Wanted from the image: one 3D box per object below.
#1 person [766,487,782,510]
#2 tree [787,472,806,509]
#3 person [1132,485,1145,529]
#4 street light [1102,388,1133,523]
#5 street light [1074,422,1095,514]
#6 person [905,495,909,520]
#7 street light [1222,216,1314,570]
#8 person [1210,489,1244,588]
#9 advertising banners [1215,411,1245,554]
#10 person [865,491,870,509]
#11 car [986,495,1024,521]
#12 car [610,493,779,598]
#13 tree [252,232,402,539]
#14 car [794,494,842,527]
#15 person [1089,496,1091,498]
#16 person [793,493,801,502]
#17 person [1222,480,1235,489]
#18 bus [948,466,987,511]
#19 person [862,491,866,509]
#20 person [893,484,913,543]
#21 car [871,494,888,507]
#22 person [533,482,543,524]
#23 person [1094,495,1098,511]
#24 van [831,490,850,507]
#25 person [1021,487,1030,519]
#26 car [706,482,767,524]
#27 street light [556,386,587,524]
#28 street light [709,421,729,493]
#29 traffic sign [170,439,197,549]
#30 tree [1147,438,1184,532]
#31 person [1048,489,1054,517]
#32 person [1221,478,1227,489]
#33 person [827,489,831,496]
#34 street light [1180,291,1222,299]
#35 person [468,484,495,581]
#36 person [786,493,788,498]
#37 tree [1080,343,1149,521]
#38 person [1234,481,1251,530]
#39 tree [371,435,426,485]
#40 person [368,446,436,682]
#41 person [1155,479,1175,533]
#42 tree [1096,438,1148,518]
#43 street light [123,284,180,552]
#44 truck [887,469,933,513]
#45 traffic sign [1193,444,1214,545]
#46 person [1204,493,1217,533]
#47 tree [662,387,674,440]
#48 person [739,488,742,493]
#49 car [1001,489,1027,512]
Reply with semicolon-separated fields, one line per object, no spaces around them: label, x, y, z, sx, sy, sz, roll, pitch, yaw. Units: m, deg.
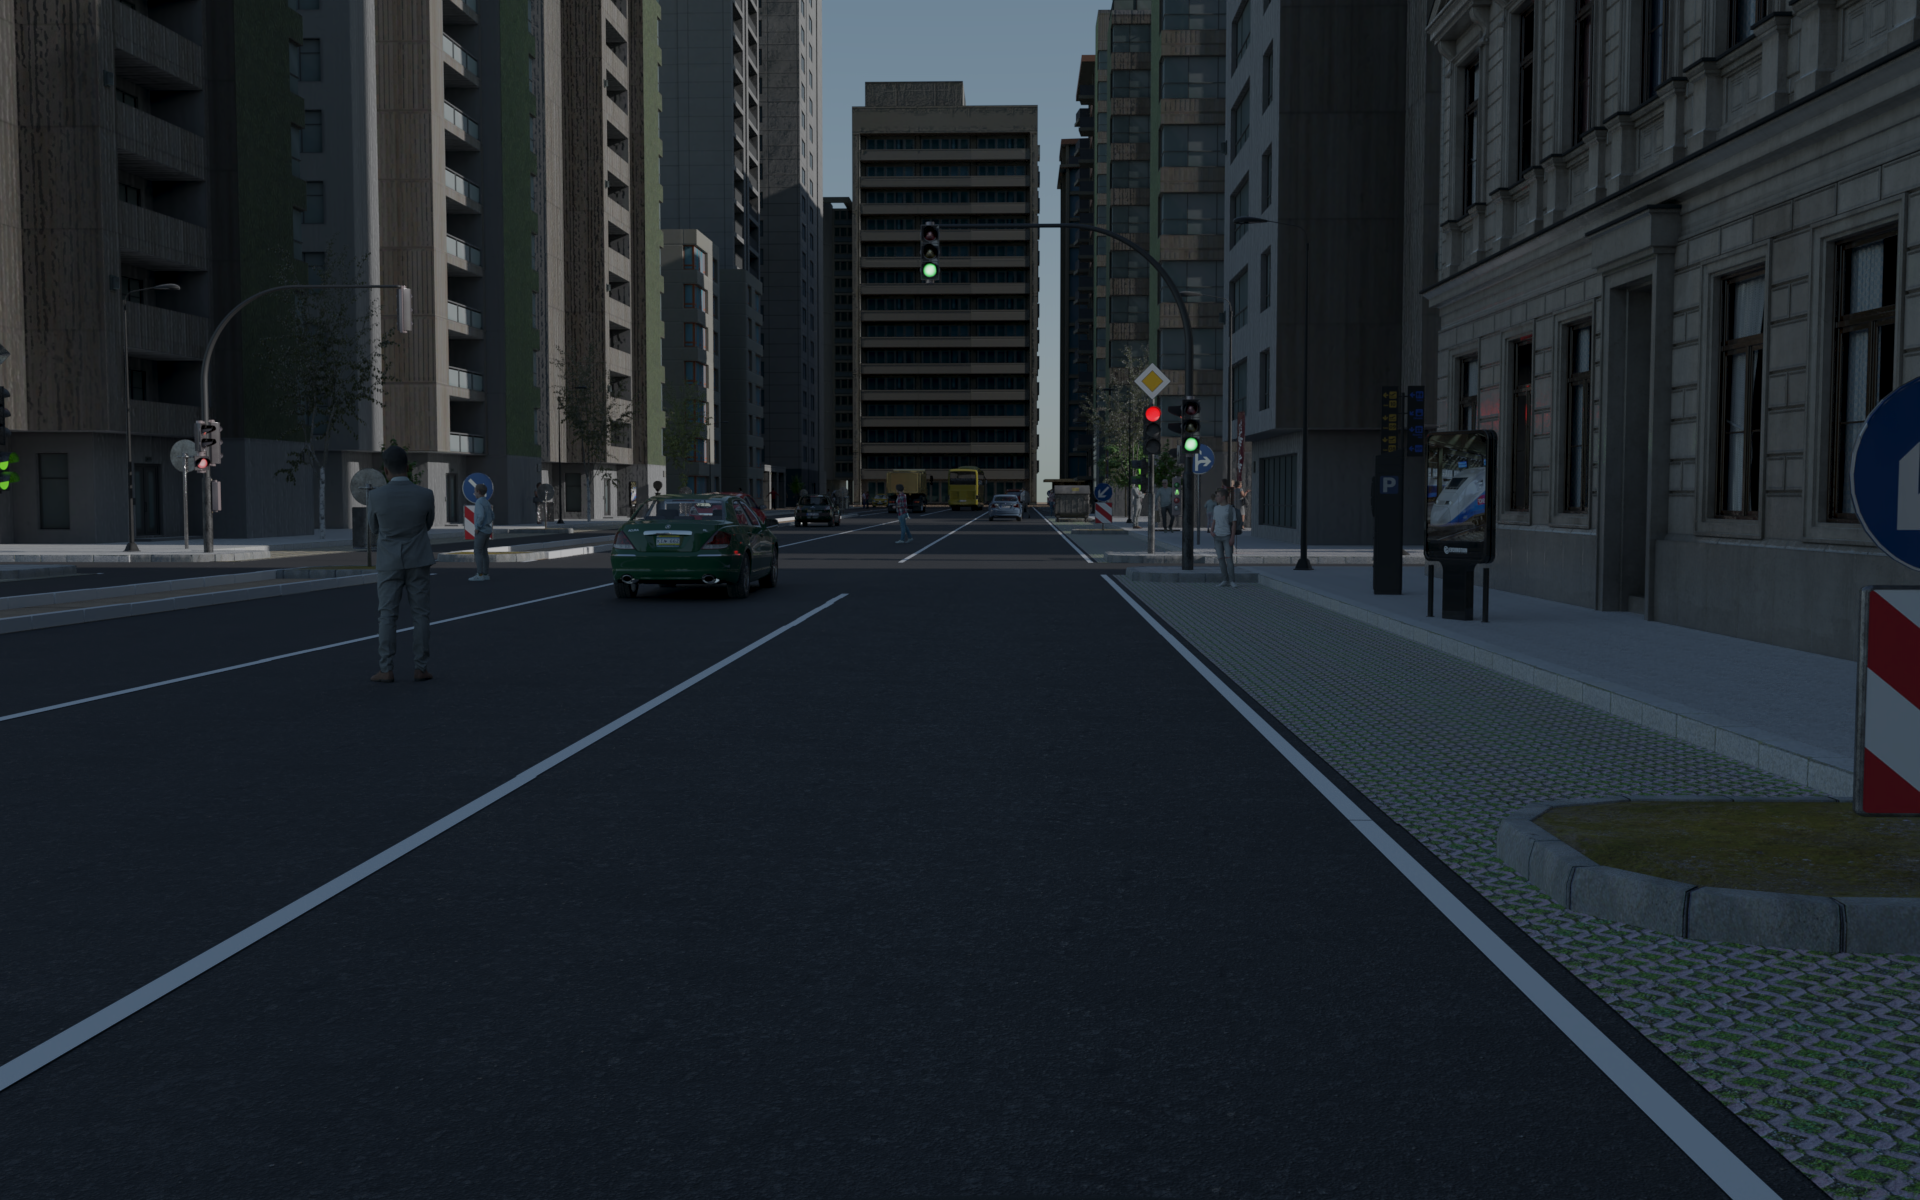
person;-15.456;-8.406;143.419;1.348;1.831;0.705;1;4;9
tree;-14.494;-9.756;154.116;1.663;3.219;1.824;0;3;0
person;6.633;-3.545;64.177;0.466;1.800;0.511;1;4;17
street light;6.909;-6.330;76.029;1.470;5.913;1.316;0;4;2
street light;8.090;-8.543;112.215;1.470;5.913;1.316;0;4;2
person;-3.205;-5.373;97.187;0.643;1.720;0.563;3;4;38
street light;5.267;-3.460;29.118;1.470;5.913;1.316;0;4;2
person;4.093;-0.948;26.588;0.503;1.515;0.523;1;4;13
advertising banners;5.833;-2.522;37.415;0.090;3.025;2.074;0;4;-7
person;-9.146;-9.819;169.756;0.721;1.743;1.217;2;4;32
car;2.398;-4.916;92.380;2.014;1.417;4.499;0;4;1
car;-3.784;-0.821;25.229;2.131;1.459;4.920;0;4;2
tree;-18.189;-6.059;49.435;4.360;8.622;3.978;0;3;0
car;-6.297;-4.098;76.781;2.009;1.686;4.222;0;4;2
person;9.703;-7.858;135.249;1.217;1.736;0.721;-2;4;-26
person;-15.330;-9.761;165.774;1.348;1.807;0.705;-1;4;-22
person;9.807;-3.517;63.515;0.580;1.828;0.573;-2;4;-34
bus;0.641;-9.817;152.062;2.896;3.916;12.252;0;4;4
person;-9.231;-9.680;167.701;0.436;1.711;0.756;1;4;13
person;-1.660;-2.525;50.617;0.643;1.720;0.563;-1;4;-9
car;-8.545;-10.835;187.368;2.015;1.641;3.980;0;4;1
person;-17.860;-4.111;73.622;0.532;1.782;0.716;1;4;19
person;9.830;-7.263;124.923;0.705;1.807;1.348;-1;4;-17
van;-11.872;-10.012;170.709;2.013;2.044;4.112;0;4;2
person;3.818;-5.659;101.122;0.679;1.850;0.850;-2;4;-35
car;-6.978;-2.645;52.293;2.155;1.783;4.494;0;4;3
street light;-16.723;-6.245;74.648;1.470;5.913;1.316;0;4;2
street light;-15.460;-8.458;110.832;1.470;5.913;1.316;0;4;2
traffic sign;-18.085;-2.466;40.426;0.768;2.556;0.104;0;4;8
tree;7.227;-3.981;59.697;1.663;3.219;1.824;0;3;0
person;5.670;-5.917;105.830;0.643;1.750;0.593;0;4;-3
person;9.148;-3.314;60.234;0.388;1.821;0.555;-1;4;-18
person;-13.774;-10.672;180.524;0.705;1.824;1.348;-2;4;-32
street light;5.663;-4.116;39.845;1.470;5.913;1.316;0;4;2
person;-7.960;-1.133;28.837;0.330;1.601;0.589;1;4;14
person;-16.852;-9.755;165.539;0.705;1.823;1.348;2;4;32
tree;8.122;-8.107;82.905;4.360;8.622;3.978;0;3;0
person;10.172;-3.425;62.407;0.532;1.782;0.716;-2;4;-34
tree;-17.999;-3.681;54.791;1.663;3.219;1.824;0;3;0
person;-4.304;-0.285;13.349;0.511;1.800;0.466;-2;4;-35
person;6.707;-3.099;57.192;0.782;1.767;0.515;0;4;-5
tree;9.111;-6.814;95.120;4.285;4.588;4.351;0;3;0
street light;-17.949;-4.032;38.464;1.470;5.913;1.316;0;4;2
truck;-3.991;-8.399;133.240;3.469;3.379;9.791;0;4;2
traffic sign;6.046;-2.675;43.843;0.768;2.556;0.104;0;4;7
person;8.248;-2.852;56.954;0.425;1.301;0.394;1;4;9
tree;-18.906;-9.234;101.343;4.360;8.622;3.978;0;3;0
person;-15.909;-7.221;124.809;0.721;1.736;1.217;-3;4;-36
car;4.383;-7.928;138.292;2.281;1.827;5.304;0;4;2
